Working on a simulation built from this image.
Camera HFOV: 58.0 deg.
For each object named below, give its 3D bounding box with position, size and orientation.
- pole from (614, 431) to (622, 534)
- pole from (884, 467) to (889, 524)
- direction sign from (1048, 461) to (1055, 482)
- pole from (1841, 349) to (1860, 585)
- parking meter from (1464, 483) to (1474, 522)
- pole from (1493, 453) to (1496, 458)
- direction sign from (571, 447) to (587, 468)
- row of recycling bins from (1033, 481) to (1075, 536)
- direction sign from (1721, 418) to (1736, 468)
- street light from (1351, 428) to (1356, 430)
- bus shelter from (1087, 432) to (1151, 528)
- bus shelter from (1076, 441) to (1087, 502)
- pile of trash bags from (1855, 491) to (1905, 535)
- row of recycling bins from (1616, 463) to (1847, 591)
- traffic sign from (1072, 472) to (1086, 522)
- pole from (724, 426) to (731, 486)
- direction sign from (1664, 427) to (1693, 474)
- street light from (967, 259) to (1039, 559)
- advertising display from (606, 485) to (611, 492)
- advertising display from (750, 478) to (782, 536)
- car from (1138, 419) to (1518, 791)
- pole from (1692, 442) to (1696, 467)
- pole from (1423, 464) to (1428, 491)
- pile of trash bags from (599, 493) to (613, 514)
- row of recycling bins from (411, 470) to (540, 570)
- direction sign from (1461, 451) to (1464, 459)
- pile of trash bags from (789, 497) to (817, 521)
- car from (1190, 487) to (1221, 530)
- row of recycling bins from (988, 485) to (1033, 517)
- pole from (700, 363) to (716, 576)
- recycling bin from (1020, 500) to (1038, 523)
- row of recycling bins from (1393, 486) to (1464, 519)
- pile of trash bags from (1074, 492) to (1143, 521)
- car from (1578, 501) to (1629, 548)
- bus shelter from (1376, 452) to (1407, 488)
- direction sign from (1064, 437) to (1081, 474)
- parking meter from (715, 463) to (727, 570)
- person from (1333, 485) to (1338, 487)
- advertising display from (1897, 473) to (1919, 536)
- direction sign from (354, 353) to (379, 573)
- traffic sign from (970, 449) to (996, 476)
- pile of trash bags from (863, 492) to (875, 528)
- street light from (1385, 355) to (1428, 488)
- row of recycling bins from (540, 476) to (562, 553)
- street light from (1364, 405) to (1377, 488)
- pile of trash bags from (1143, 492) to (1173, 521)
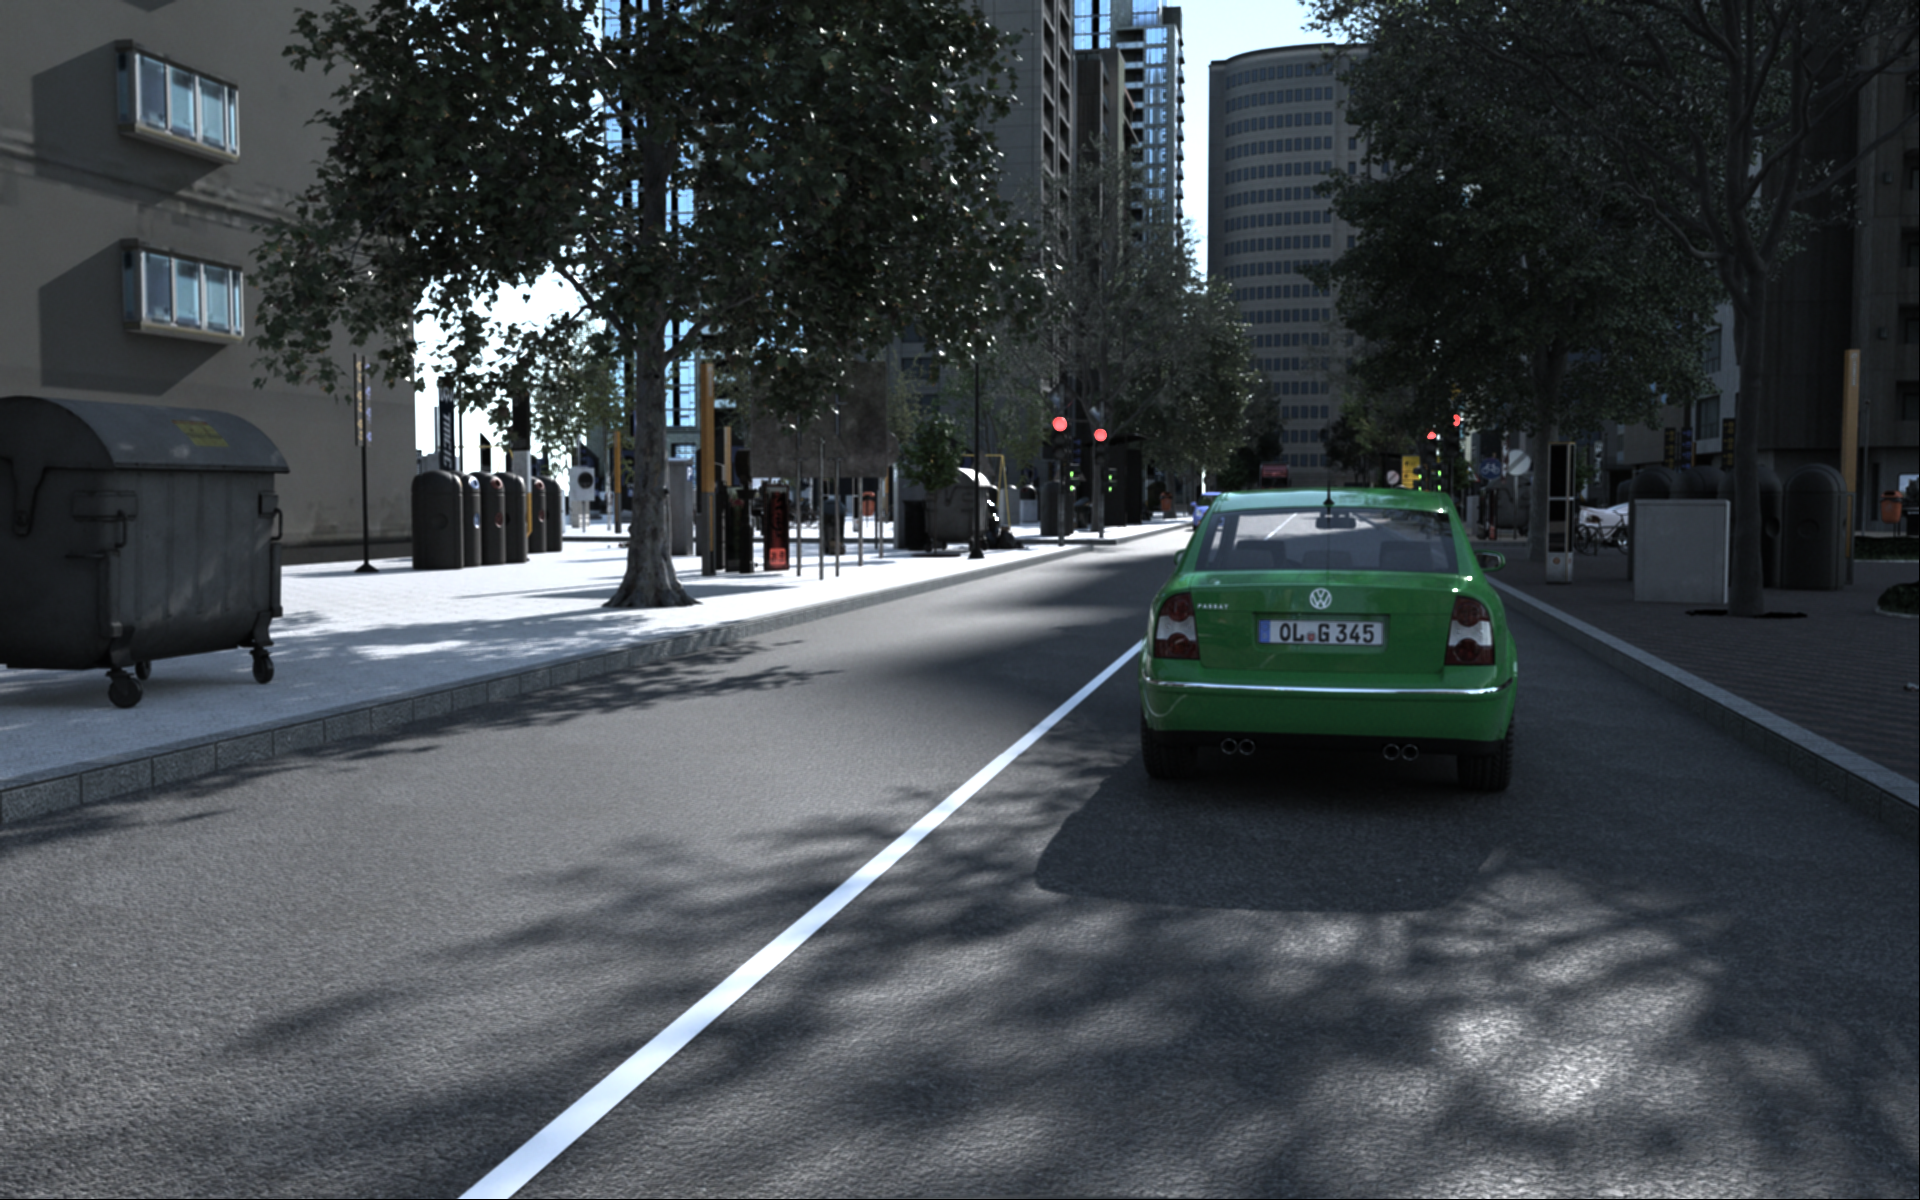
[{"bbox_3d":[-11.133,-3.820,56.308,0.158,3.312,0.155,0,3,0],"label":"pole"},{"bbox_3d":[-3.201,-4.992,75.464,0.158,3.312,0.155,0,3,0],"label":"pole"},{"bbox_3d":[6.392,-7.866,120.602,0.379,3.537,0.876,2,4,34],"label":"direction sign"},{"bbox_3d":[12.589,-1.877,24.532,0.158,3.312,0.155,0,3,0],"label":"pole"},{"bbox_3d":[23.681,-4.579,80.572,0.399,1.863,0.255,0,4,-7],"label":"parking meter"},{"bbox_3d":[26.231,-5.579,85.062,0.158,3.312,0.155,0,3,0],"label":"pole"},{"bbox_3d":[-18.326,-5.586,83.330,0.876,3.537,0.379,2,4,24],"label":"direction sign"},{"bbox_3d":[3.031,-2.879,54.191,1.069,1.692,3.534,0,4,6],"label":"row of recycling bins"},{"bbox_3d":[23.156,-3.646,51.603,0.876,3.537,0.379,2,4,30],"label":"direction sign"},{"bbox_3d":[28.224,-9.141,121.997,1.470,5.913,1.316,1,4,12],"label":"street light"},{"bbox_3d":[6.467,-4.765,69.186,1.731,3.624,6.357,1,4,12],"label":"bus shelter"},{"bbox_3d":[6.318,-5.165,75.735,1.731,3.624,6.357,1,4,12],"label":"bus shelter"},{"bbox_3d":[25.635,-2.485,50.386,1.912,1.369,3.447,-3,4,-39],"label":"pile of trash bags"},{"bbox_3d":[10.900,-1.065,24.518,1.069,1.692,3.534,-2,4,-24],"label":"row of recycling bins"},{"bbox_3d":[4.708,-4.313,70.528,0.884,2.594,0.081,1,4,21],"label":"traffic sign"},{"bbox_3d":[-7.001,-3.572,52.240,0.158,3.312,0.155,0,3,0],"label":"pole"},{"bbox_3d":[24.408,-4.094,58.933,0.876,3.537,0.379,2,4,31],"label":"direction sign"},{"bbox_3d":[0.858,-3.765,34.093,1.470,5.913,1.316,1,4,12],"label":"street light"},{"bbox_3d":[-24.036,-6.919,118.338,0.123,1.923,0.974,-2,4,-24],"label":"advertising display"},{"bbox_3d":[-5.981,-2.951,53.465,0.974,1.923,0.123,-1,4,-17],"label":"advertising display"},{"bbox_3d":[2.126,-0.066,9.869,1.959,1.807,4.718,1,4,14],"label":"car"},{"bbox_3d":[28.840,-4.549,68.214,0.158,3.312,0.155,0,3,0],"label":"pole"},{"bbox_3d":[15.142,-3.816,56.240,0.158,3.312,0.155,0,3,0],"label":"pole"},{"bbox_3d":[-23.045,-6.165,110.544,1.912,1.369,3.447,1,4,14],"label":"pile of trash bags"},{"bbox_3d":[-8.771,-1.458,30.949,1.069,1.692,3.534,1,4,9],"label":"row of recycling bins"},{"bbox_3d":[26.506,-6.137,92.334,0.379,3.537,0.876,-2,4,-31],"label":"direction sign"},{"bbox_3d":[-8.508,-4.476,82.942,3.447,1.369,1.912,0,4,2],"label":"pile of trash bags"},{"bbox_3d":[10.210,-3.649,69.250,1.945,1.707,3.694,1,4,10],"label":"car"},{"bbox_3d":[2.768,-4.625,82.734,3.534,1.692,1.069,1,4,18],"label":"row of recycling bins"},{"bbox_3d":[-3.948,-2.036,27.129,0.158,3.312,0.155,0,3,0],"label":"pole"},{"bbox_3d":[3.070,-3.968,77.424,0.722,1.027,0.722,0,4,-8],"label":"recycling bin"},{"bbox_3d":[22.687,-4.702,83.991,3.534,1.692,1.069,0,4,-6],"label":"row of recycling bins"},{"bbox_3d":[6.514,-4.343,80.760,3.447,1.369,1.912,1,4,19],"label":"pile of trash bags"},{"bbox_3d":[18.240,-1.936,44.010,4.827,1.381,2.083,1,4,12],"label":"car"},{"bbox_3d":[24.792,-6.601,99.204,1.731,3.624,6.357,1,4,12],"label":"bus shelter"},{"bbox_3d":[4.388,-4.698,68.811,0.876,3.537,0.379,1,4,18],"label":"direction sign"},{"bbox_3d":[-4.162,-1.447,29.365,0.399,1.863,0.255,0,4,4],"label":"parking meter"},{"bbox_3d":[15.817,-3.932,72.965,0.419,1.800,0.721,1,4,17],"label":"person"},{"bbox_3d":[29.143,-2.916,52.891,0.123,1.923,0.974,-3,5,-39],"label":"advertising display"},{"bbox_3d":[-9.753,-2.224,28.356,0.379,3.537,0.876,0,4,-4],"label":"direction sign"},{"bbox_3d":[0.606,-3.073,50.242,0.884,2.594,0.081,1,4,13],"label":"traffic sign"},{"bbox_3d":[-2.078,-3.396,65.284,3.447,1.369,1.912,0,4,6],"label":"pile of trash bags"},{"bbox_3d":[14.999,-5.220,57.892,1.470,5.913,1.316,1,4,12],"label":"street light"},{"bbox_3d":[-9.510,-1.842,37.223,1.069,1.692,3.534,0,4,7],"label":"row of recycling bins"},{"bbox_3d":[21.632,-7.189,90.076,1.470,5.913,1.316,1,4,12],"label":"street light"},{"bbox_3d":[8.665,-4.540,83.977,3.447,1.369,1.912,-1,4,-15],"label":"pile of trash bags"}]
